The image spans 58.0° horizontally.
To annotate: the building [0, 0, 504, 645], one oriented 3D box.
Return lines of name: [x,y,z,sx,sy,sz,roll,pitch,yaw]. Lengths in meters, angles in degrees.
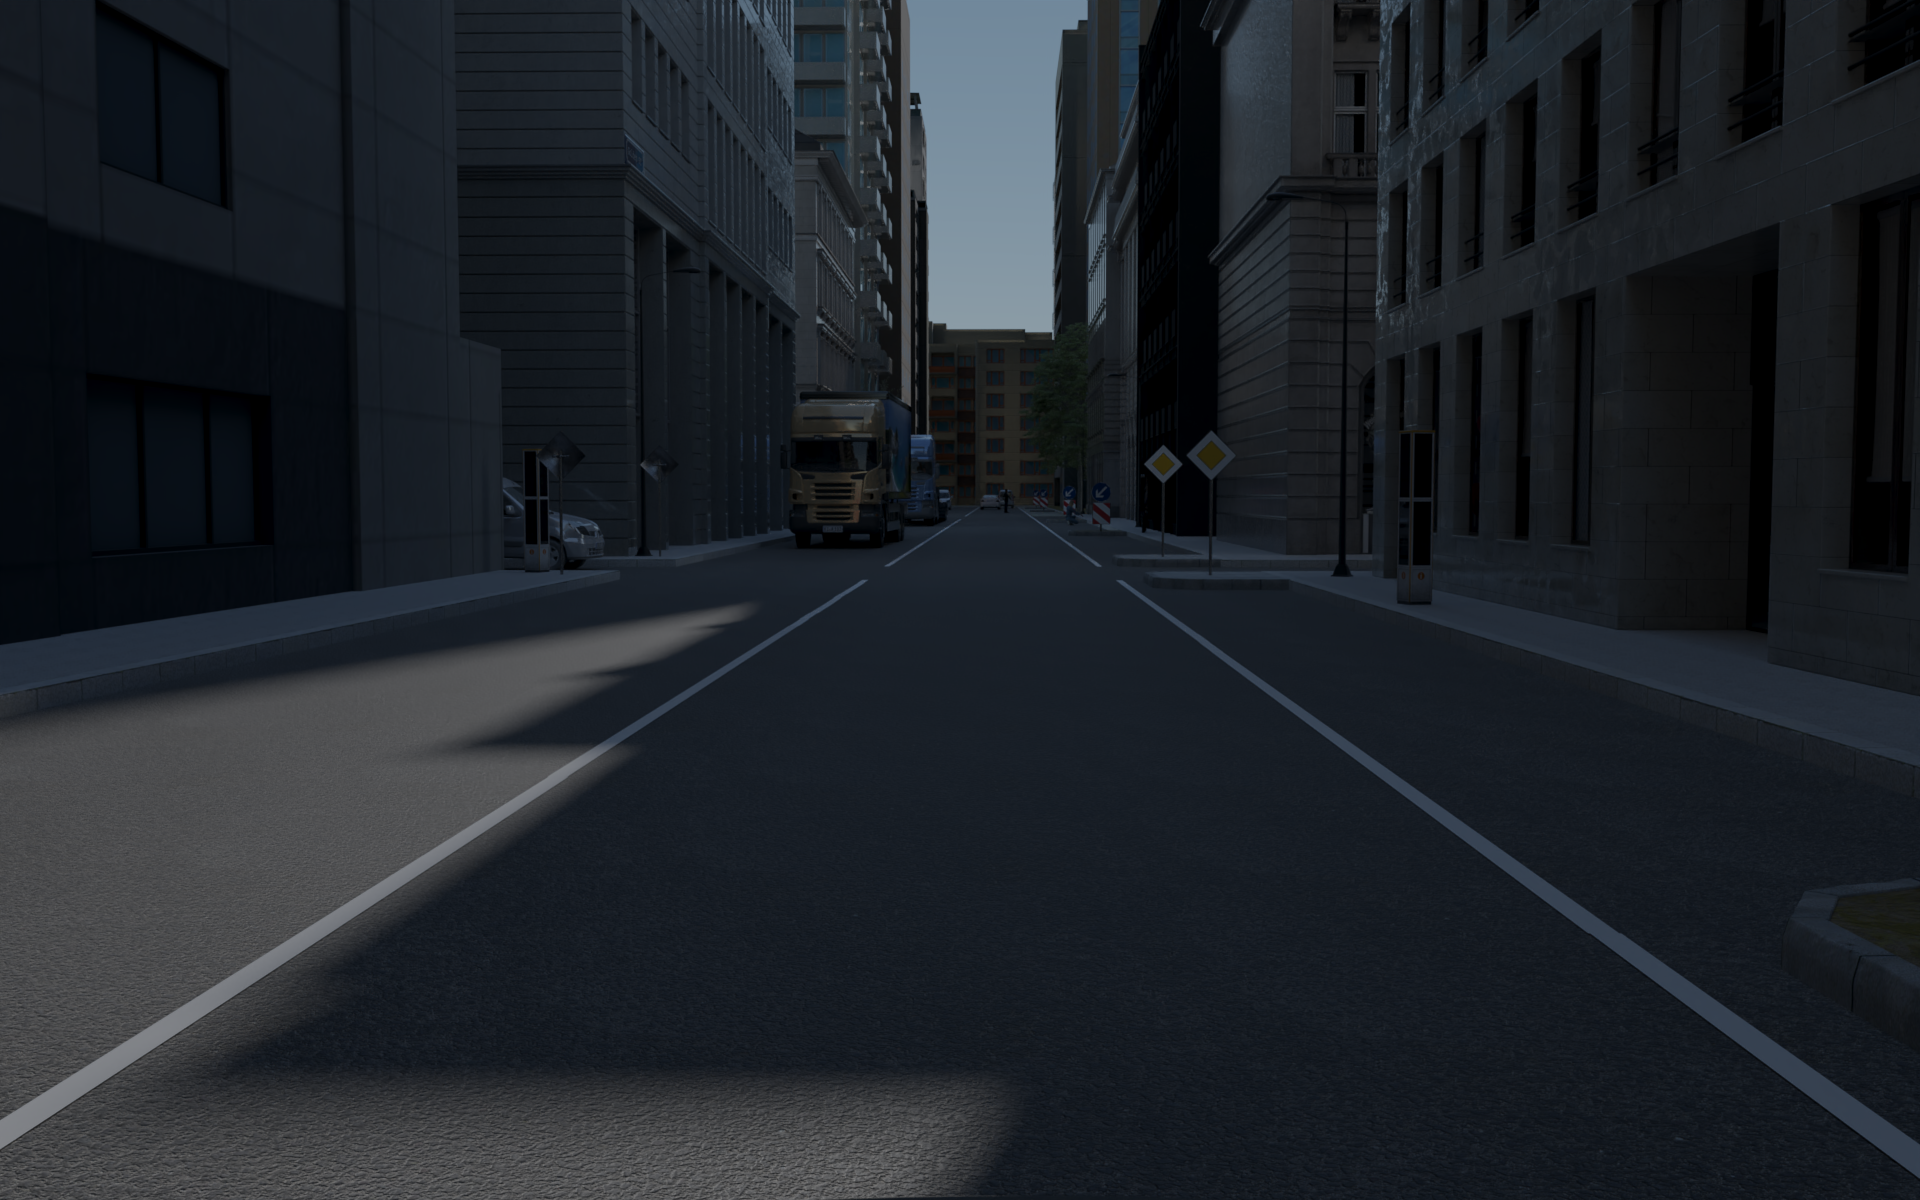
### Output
building: [-18.278,-35.416,17.302,20.611,71.187,20.563,0,4,1]

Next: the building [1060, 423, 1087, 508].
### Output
building: [20.373,-51.050,147.343,22.319,86.520,31.000,0,4,1]

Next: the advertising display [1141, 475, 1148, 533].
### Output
advertising display: [6.120,-3.199,57.511,0.123,1.923,0.974,1,4,13]

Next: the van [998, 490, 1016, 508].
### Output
van: [4.572,-10.185,173.531,2.013,2.044,4.112,0,4,1]

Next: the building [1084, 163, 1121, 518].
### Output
building: [12.549,-15.420,101.267,9.793,20.994,18.267,0,4,1]

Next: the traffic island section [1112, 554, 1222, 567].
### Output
traffic island section: [4.156,-0.799,35.343,2.009,0.180,2.903,0,4,1]

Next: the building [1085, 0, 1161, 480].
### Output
building: [16.411,-29.055,125.155,14.600,45.320,14.200,0,4,1]

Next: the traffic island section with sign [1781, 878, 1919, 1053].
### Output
traffic island section with sign: [3.463,0.239,4.726,1.989,1.847,2.006,0,4,1]

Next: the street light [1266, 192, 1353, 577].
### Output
street light: [5.410,-3.320,26.823,1.470,5.913,1.316,0,4,1]

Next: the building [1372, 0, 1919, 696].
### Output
building: [11.448,-9.984,17.991,10.420,20.320,16.860,0,4,1]

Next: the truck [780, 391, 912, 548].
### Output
truck: [-3.038,-3.709,49.556,2.839,4.237,11.283,0,4,3]

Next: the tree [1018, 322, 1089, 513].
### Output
tree: [7.599,-12.041,114.995,7.486,12.596,7.792,0,3,0]

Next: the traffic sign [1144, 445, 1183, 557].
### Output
traffic sign: [4.133,-1.934,35.266,0.795,2.450,0.064,0,4,1]

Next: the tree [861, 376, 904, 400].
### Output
tree: [-5.266,-9.699,108.938,4.360,8.622,3.978,0,3,0]

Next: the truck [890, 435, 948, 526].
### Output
truck: [-2.147,-5.797,84.544,2.967,4.110,18.799,0,4,2]

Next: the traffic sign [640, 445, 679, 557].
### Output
traffic sign: [-6.158,-1.950,35.523,0.795,2.450,0.064,0,4,1]

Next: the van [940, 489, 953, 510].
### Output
van: [-1.620,-9.083,155.518,2.013,2.044,4.112,0,3,0]

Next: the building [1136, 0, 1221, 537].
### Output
building: [12.873,-14.045,59.311,12.332,23.373,15.834,0,4,1]

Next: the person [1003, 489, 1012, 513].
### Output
person: [3.543,-7.539,131.781,0.705,1.821,1.348,-2,4,-28]

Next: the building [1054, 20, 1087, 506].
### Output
building: [20.551,-33.704,174.756,21.300,48.544,21.600,0,4,1]

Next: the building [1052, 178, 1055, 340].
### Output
building: [17.930,-31.646,201.012,14.086,41.232,14.154,0,4,1]

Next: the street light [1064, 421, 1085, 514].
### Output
street light: [7.295,-8.427,110.323,1.470,5.913,1.316,0,4,1]

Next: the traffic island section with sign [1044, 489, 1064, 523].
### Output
traffic island section with sign: [5.351,-4.791,86.956,1.989,1.847,2.006,0,4,1]

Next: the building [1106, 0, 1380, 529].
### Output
building: [14.107,-14.573,80.076,13.314,21.916,24.055,0,4,1]

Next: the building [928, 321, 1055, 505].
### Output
building: [-3.421,-22.198,207.981,28.899,21.520,27.650,0,4,1]

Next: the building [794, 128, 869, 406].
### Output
building: [-11.255,-14.307,84.829,10.553,20.767,40.483,0,4,1]

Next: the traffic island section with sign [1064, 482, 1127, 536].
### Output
traffic island section with sign: [4.738,-3.141,59.976,1.989,1.847,2.006,0,4,1]

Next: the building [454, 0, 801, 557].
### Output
building: [-11.847,-16.635,49.481,11.434,29.767,29.804,0,4,1]

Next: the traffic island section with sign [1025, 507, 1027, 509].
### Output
traffic island section with sign: [7.153,-9.571,165.110,1.989,1.847,2.006,0,4,1]

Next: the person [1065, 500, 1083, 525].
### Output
person: [5.170,-4.013,79.610,0.738,1.151,1.012,-1,4,-15]

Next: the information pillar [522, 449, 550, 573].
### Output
information pillar: [-6.941,-1.461,28.376,0.304,2.012,0.304,1,4,21]

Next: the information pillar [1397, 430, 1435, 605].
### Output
information pillar: [5.292,-0.956,20.117,0.304,2.012,0.304,-1,4,-15]

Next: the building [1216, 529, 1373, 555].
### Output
building: [18.520,-12.201,41.282,24.055,21.916,13.314,0,4,1]

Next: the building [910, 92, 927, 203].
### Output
building: [-10.467,-30.299,178.980,14.086,41.232,14.154,0,4,1]

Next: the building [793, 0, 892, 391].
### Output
building: [-16.555,-30.958,125.779,23.786,49.044,30.456,0,4,1]

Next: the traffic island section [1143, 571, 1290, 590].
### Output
traffic island section: [3.972,-0.311,27.360,2.009,0.180,2.903,0,4,1]

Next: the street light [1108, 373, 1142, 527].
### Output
street light: [6.384,-5.767,66.832,1.470,5.913,1.316,0,4,1]

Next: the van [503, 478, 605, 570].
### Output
van: [-8.778,-1.560,32.515,4.112,2.044,2.013,0,4,3]

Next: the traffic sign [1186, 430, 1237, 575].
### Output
traffic sign: [3.948,-1.446,27.283,0.795,2.450,0.064,0,4,1]

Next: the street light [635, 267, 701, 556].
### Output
street light: [-6.000,-3.858,35.624,1.470,5.913,1.316,0,4,1]

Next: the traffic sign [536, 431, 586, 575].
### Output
traffic sign: [-6.343,-1.462,27.540,0.795,2.450,0.064,0,4,1]

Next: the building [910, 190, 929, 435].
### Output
building: [-10.232,-23.974,163.678,14.160,30.474,14.107,0,4,1]

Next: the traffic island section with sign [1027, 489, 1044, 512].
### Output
traffic island section with sign: [6.523,-7.873,137.347,1.989,1.847,2.006,0,4,1]

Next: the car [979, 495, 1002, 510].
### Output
car: [2.821,-9.007,159.629,2.083,1.381,4.827,0,4,2]

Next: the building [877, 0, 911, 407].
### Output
building: [-11.496,-30.456,148.068,14.600,45.320,14.200,0,4,1]
